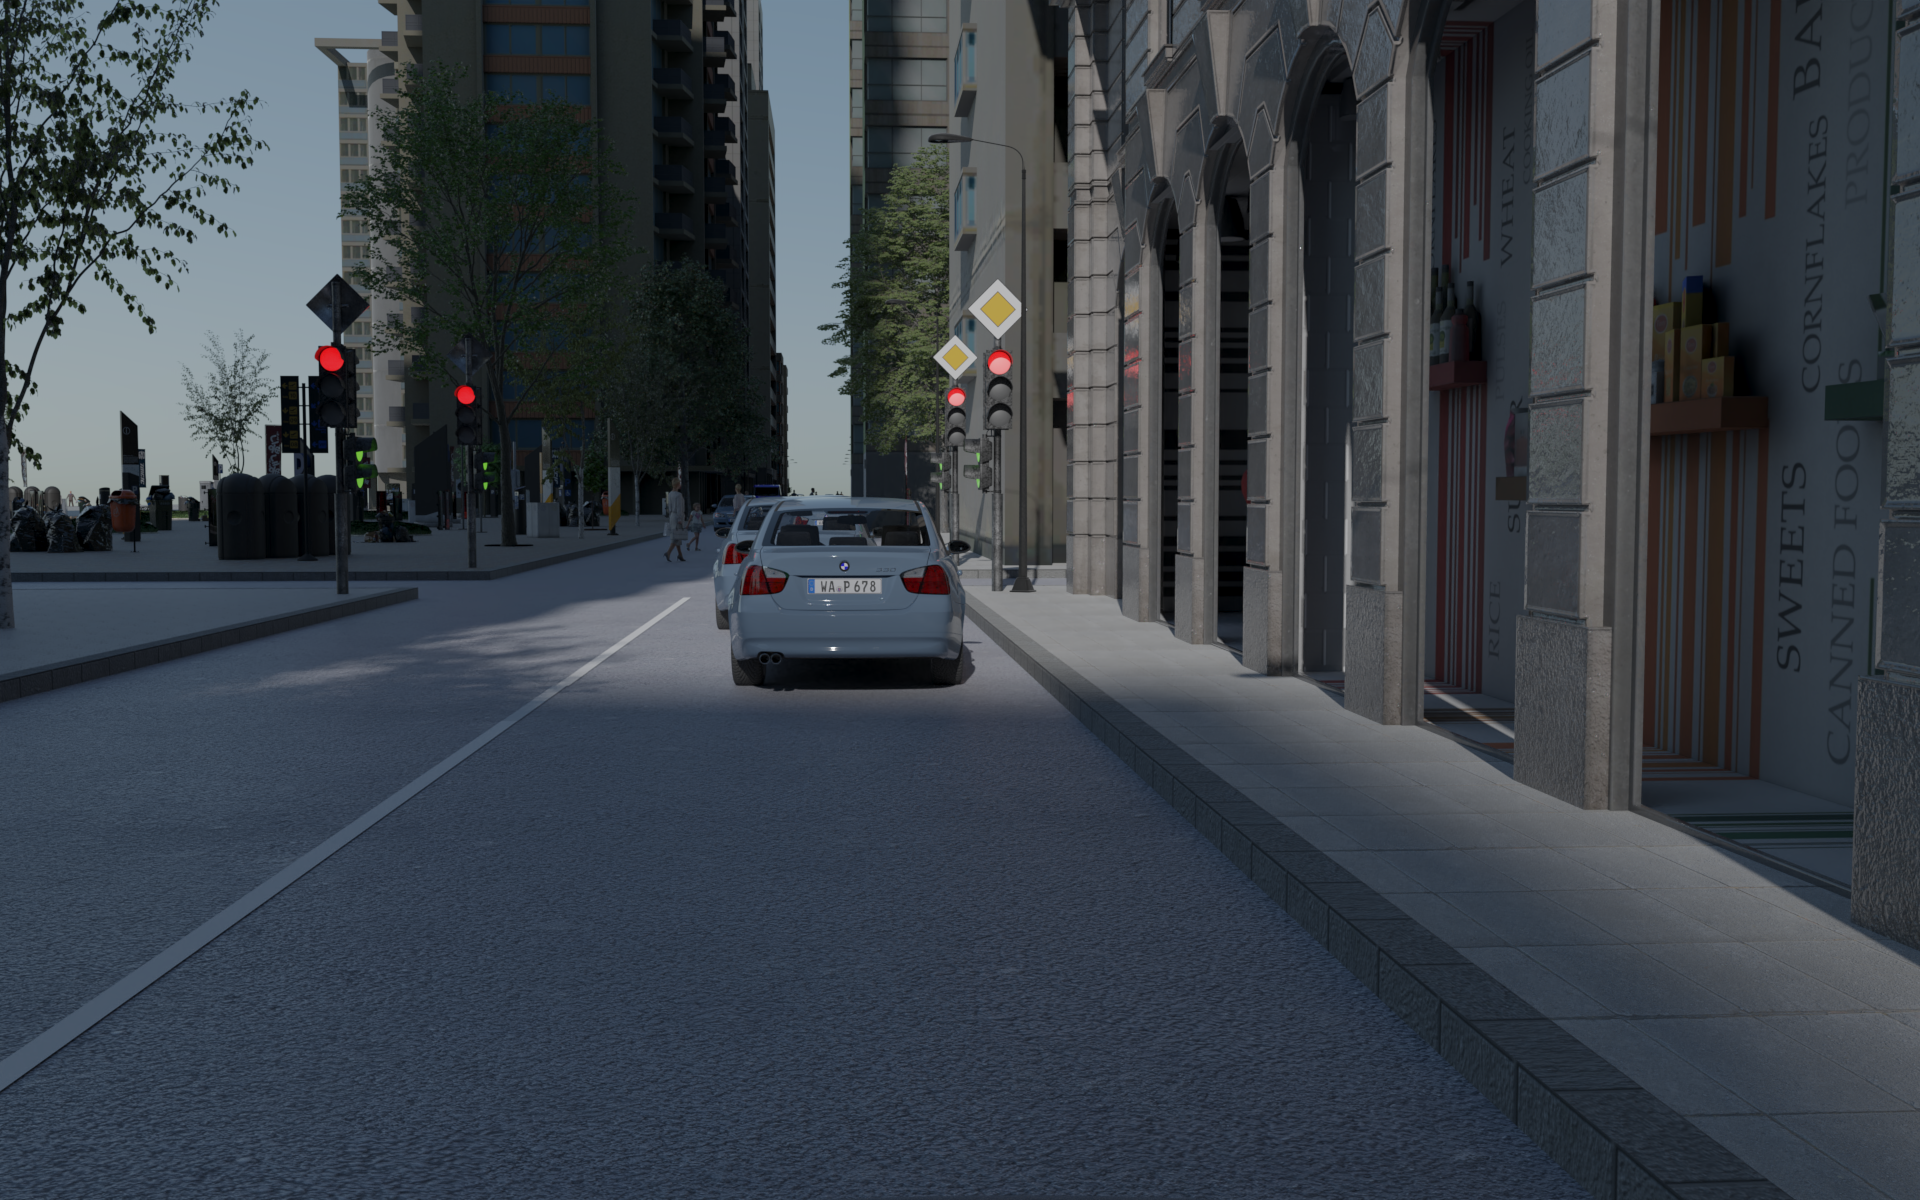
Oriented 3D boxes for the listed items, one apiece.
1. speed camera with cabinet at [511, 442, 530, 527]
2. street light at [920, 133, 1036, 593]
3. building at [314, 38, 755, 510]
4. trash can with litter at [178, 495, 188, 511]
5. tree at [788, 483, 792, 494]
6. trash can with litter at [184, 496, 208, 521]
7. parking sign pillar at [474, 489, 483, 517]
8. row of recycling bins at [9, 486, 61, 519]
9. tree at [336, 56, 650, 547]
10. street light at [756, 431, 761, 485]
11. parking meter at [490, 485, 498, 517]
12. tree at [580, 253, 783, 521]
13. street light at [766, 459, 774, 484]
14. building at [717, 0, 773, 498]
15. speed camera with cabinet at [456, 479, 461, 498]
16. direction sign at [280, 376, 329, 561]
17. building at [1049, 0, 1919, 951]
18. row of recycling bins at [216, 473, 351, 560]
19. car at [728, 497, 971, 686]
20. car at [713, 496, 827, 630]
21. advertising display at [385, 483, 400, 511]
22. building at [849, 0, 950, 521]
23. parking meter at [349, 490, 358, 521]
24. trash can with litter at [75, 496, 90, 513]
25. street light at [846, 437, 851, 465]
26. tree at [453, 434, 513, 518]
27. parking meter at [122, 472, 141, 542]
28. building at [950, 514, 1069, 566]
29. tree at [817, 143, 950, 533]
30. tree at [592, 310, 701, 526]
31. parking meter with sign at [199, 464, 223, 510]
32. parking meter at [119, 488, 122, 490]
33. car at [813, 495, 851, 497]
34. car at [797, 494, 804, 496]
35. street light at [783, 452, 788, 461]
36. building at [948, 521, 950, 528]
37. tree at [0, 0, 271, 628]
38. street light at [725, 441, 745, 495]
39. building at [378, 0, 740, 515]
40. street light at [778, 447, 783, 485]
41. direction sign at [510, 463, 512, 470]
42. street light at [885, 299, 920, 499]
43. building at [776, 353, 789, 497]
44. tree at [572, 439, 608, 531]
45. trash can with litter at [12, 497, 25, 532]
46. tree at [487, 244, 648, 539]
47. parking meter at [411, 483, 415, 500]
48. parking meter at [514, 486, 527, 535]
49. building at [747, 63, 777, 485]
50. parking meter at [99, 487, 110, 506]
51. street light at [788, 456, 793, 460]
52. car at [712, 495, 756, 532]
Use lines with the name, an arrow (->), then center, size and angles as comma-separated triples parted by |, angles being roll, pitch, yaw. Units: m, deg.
speed camera with cabinet -> -17.019, -4.399, 66.263 | 0.660, 3.252, 2.038 | 0, 4, 1
street light -> 0.284, -3.055, 22.484 | 1.470, 5.913, 1.316 | 0, 4, -4
building -> -33.638, -27.661, 144.139 | 32.217, 40.220, 23.993 | 0, 4, -4
trash can with litter -> -43.536, -5.214, 96.307 | 2.233, 1.210, 1.678 | 0, 3, 0
tree -> -26.364, -16.444, 263.459 | 1.663, 3.219, 1.824 | 0, 3, 0
trash can with litter -> -35.907, -4.291, 81.551 | 0.624, 1.170, 1.055 | 2, 4, 33
parking sign pillar -> -27.763, -6.699, 97.997 | 1.447, 3.967, 1.447 | 1, 4, 10
row of recycling bins -> -48.330, -5.038, 89.483 | 3.534, 1.692, 1.069 | -1, 4, -8
tree -> -11.221, -7.123, 42.209 | 9.928, 11.665, 9.643 | 0, 3, 0
street light -> -15.415, -9.526, 128.294 | 1.470, 5.913, 1.316 | 0, 4, -4
parking meter -> -26.222, -5.615, 97.521 | 0.399, 1.863, 0.255 | 1, 4, 22
tree -> -13.258, -10.125, 82.557 | 9.611, 12.733, 9.660 | 0, 3, 0
street light -> -17.007, -10.822, 149.475 | 1.470, 5.913, 1.316 | 0, 4, -4
building -> -36.267, -49.544, 248.302 | 20.563, 71.187, 20.611 | 0, 4, -4
speed camera with cabinet -> -30.493, -6.681, 103.565 | 2.038, 3.252, 0.660 | -1, 4, -15
direction sign -> -12.543, -2.520, 33.192 | 0.876, 3.537, 0.379 | 0, 4, -2
building -> 8.075, -10.349, 11.012 | 13.314, 21.916, 24.055 | 0, 4, -4
row of recycling bins -> -13.661, -1.721, 35.258 | 1.069, 1.692, 3.534 | 1, 4, 17
car -> -0.892, -0.139, 14.270 | 2.014, 1.417, 4.499 | 0, 4, -2
car -> -1.799, -0.467, 19.642 | 2.014, 1.417, 4.499 | 0, 4, -4
advertising display -> -33.522, -5.942, 102.360 | 0.974, 1.923, 0.123 | 1, 4, 17
building -> 0.716, -25.385, 98.642 | 14.154, 41.232, 14.086 | 0, 4, -4
parking meter -> -24.417, -3.918, 69.770 | 0.255, 1.863, 0.399 | -3, 5, -42
trash can with litter -> -47.102, -5.017, 93.420 | 0.624, 1.170, 1.055 | 1, 4, 16
street light -> -8.172, -10.191, 139.161 | 1.470, 5.913, 1.316 | 0, 4, -4
tree -> -25.831, -6.729, 93.730 | 4.285, 4.588, 4.351 | 0, 3, 0
parking meter -> -22.352, -2.510, 46.746 | 0.255, 1.863, 0.399 | 1, 4, 18
building -> 10.508, -25.519, 40.943 | 21.600, 48.544, 21.300 | 0, 4, -4
tree -> -0.947, -8.481, 56.785 | 7.486, 12.596, 7.792 | 0, 3, 0
tree -> -12.751, -7.256, 68.997 | 4.360, 8.622, 3.978 | 0, 3, 0
parking meter with sign -> -43.773, -6.385, 100.658 | 1.738, 3.016, 0.543 | 0, 4, 6
parking meter -> -32.036, -3.549, 66.435 | 0.372, 1.533, 0.369 | 0, 3, 0
car -> -3.132, -1.778, 41.068 | 2.014, 1.417, 4.499 | 0, 4, -3
car -> -16.360, -10.075, 174.952 | 2.015, 1.641, 3.980 | 0, 4, -4
street light -> -19.841, -13.270, 189.505 | 1.470, 5.913, 1.316 | 0, 4, -4
building -> 2.934, -23.751, 71.928 | 14.154, 41.232, 14.086 | 0, 4, -4
tree -> -8.995, -4.046, 16.520 | 4.360, 8.622, 3.978 | 0, 3, 0
street light -> -13.947, -8.230, 107.105 | 1.470, 5.913, 1.316 | 0, 4, -4
building -> -26.674, -28.344, 118.052 | 22.147, 44.769, 28.867 | 0, 4, -4
street light -> -18.505, -12.118, 170.662 | 1.470, 5.913, 1.316 | 0, 4, -4
direction sign -> -23.531, -6.018, 90.383 | 0.379, 3.537, 0.876 | -2, 4, -30
street light -> -1.078, -4.215, 41.459 | 1.470, 5.913, 1.316 | 0, 4, -4
building -> -36.584, -23.241, 225.022 | 27.650, 21.520, 28.899 | 0, 4, -4
tree -> -12.905, -4.085, 61.399 | 1.663, 3.219, 1.824 | 0, 3, 0
trash can with litter -> -23.373, -1.981, 43.450 | 1.678, 1.210, 2.233 | -1, 4, -11
tree -> -11.143, -6.073, 49.648 | 4.737, 8.622, 4.395 | 0, 3, 0
parking meter -> -25.512, -4.623, 81.300 | 0.399, 1.863, 0.255 | 0, 4, 5
parking meter -> -13.874, -2.827, 54.626 | 0.372, 1.533, 0.369 | 0, 3, 0
building -> -32.164, -35.169, 198.721 | 21.300, 48.544, 21.600 | 0, 4, -4
parking meter -> -31.559, -3.396, 63.934 | 0.372, 1.533, 0.369 | 0, 3, 0
street light -> -21.451, -14.567, 210.717 | 1.470, 5.913, 1.316 | 0, 4, -4
car -> -8.615, -3.394, 67.493 | 2.014, 1.417, 4.499 | 0, 4, -4
